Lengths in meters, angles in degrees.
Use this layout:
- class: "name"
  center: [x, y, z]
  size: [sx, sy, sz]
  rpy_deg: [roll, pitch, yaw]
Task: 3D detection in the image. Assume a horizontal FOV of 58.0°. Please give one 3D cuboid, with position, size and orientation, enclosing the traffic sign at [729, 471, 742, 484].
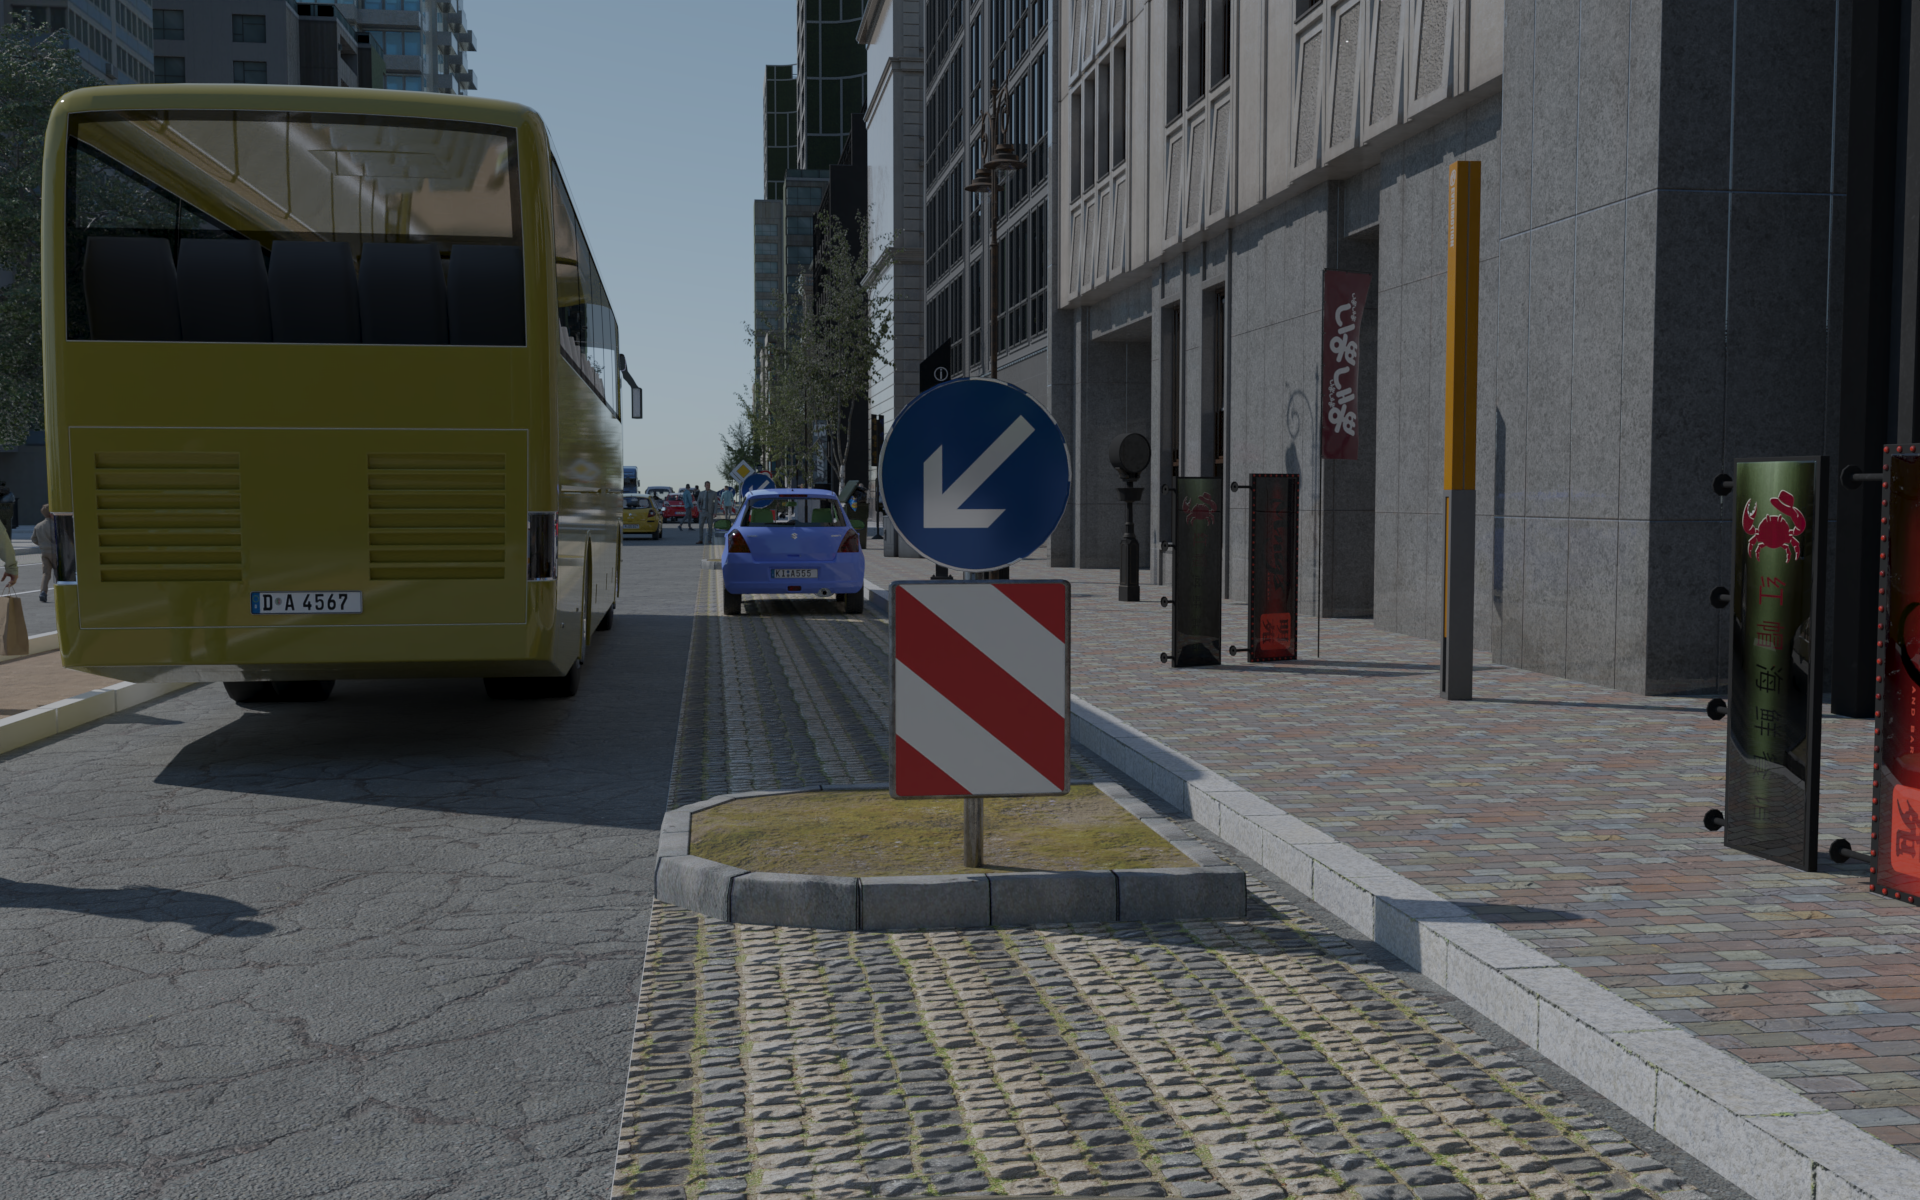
- class: "traffic sign"
  center: [-8.387, -3.909, 66.095]
  size: [0.795, 2.593, 0.064]
  rpy_deg: [-1, 4, -8]

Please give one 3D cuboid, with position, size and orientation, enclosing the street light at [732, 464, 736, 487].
- class: "street light"
  center: [-33.992, -17.493, 258.792]
  size: [0.468, 5.910, 1.993]
  rpy_deg: [-1, 4, -8]

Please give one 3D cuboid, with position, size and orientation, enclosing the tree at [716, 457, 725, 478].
- class: "tree"
  center: [-37.576, -20.401, 283.922]
  size: [4.360, 8.622, 3.978]
  rpy_deg: [0, 3, 0]

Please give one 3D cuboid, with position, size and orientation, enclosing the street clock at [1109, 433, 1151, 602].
- class: "street clock"
  center: [2.026, -0.986, 20.685]
  size: [0.471, 2.002, 0.358]
  rpy_deg: [-2, 4, -30]

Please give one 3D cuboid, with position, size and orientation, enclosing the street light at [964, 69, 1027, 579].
- class: "street light"
  center: [0.384, -2.854, 19.458]
  size: [0.468, 5.910, 1.993]
  rpy_deg: [-1, 4, -8]

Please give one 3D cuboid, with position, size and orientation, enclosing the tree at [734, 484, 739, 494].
- class: "tree"
  center: [-18.758, -9.740, 153.851]
  size: [1.663, 3.219, 1.824]
  rpy_deg: [0, 3, 0]

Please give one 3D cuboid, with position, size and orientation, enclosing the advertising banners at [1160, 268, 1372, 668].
- class: "advertising banners"
  center: [2.373, -1.040, 13.193]
  size: [2.074, 3.025, 0.090]
  rpy_deg: [-2, 4, -32]

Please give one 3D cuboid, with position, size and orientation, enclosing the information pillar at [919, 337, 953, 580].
- class: "information pillar"
  center: [-0.354, -2.112, 25.879]
  size: [0.504, 3.616, 0.183]
  rpy_deg: [0, 4, 2]

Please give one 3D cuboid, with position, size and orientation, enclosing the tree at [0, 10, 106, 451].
- class: "tree"
  center: [-24.189, -8.554, 46.520]
  size: [9.857, 13.997, 8.962]
  rpy_deg: [0, 3, 0]

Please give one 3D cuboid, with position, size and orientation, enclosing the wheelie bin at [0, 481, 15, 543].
- class: "wheelie bin"
  center: [-23.496, -2.098, 42.212]
  size: [0.693, 1.594, 0.980]
  rpy_deg: [2, 4, 24]

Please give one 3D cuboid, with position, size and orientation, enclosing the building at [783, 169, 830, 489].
- class: "building"
  center: [-8.998, -23.584, 157.306]
  size: [14.160, 30.474, 14.107]
  rpy_deg: [-1, 4, -8]

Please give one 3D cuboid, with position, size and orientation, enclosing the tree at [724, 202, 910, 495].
- class: "tree"
  center: [-3.148, -5.722, 43.914]
  size: [4.360, 8.622, 3.978]
  rpy_deg: [0, 3, 0]

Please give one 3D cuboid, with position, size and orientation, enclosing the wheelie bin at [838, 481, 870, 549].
- class: "wheelie bin"
  center: [-2.502, -1.995, 40.529]
  size: [0.693, 1.594, 0.980]
  rpy_deg: [-2, 4, -26]

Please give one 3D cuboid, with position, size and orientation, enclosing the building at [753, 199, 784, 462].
- class: "building"
  center: [-21.819, -34.213, 242.978]
  size: [14.154, 41.232, 14.086]
  rpy_deg: [-1, 4, -8]

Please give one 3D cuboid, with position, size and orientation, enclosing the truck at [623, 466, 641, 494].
- class: "truck"
  center: [-32.809, -11.118, 171.532]
  size: [2.967, 4.110, 18.799]
  rpy_deg: [0, 4, -8]

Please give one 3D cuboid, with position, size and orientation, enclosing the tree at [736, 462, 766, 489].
- class: "tree"
  center: [-19.124, -10.705, 158.737]
  size: [4.285, 4.588, 4.351]
  rpy_deg: [0, 3, 0]

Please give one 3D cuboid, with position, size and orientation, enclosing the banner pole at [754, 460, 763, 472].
- class: "banner pole"
  center: [-15.000, -8.488, 128.800]
  size: [0.863, 3.779, 0.401]
  rpy_deg: [-2, 4, -31]

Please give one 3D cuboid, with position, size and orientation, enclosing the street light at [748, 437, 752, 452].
- class: "street light"
  center: [-16.994, -10.224, 139.951]
  size: [0.468, 5.910, 1.993]
  rpy_deg: [-1, 4, -8]

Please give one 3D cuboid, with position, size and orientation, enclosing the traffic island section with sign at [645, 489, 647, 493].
- class: "traffic island section with sign"
  center: [-25.062, -8.026, 139.357]
  size: [2.006, 1.907, 1.989]
  rpy_deg: [-1, 4, -8]

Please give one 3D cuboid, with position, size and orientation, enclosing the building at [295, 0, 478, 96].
- class: "building"
  center: [-54.177, -32.468, 150.464]
  size: [23.786, 49.044, 30.456]
  rpy_deg: [-1, 4, -8]

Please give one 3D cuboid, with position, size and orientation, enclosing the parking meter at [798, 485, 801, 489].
- class: "parking meter"
  center: [-10.270, -6.414, 110.573]
  size: [0.255, 1.863, 0.399]
  rpy_deg: [0, 4, -4]

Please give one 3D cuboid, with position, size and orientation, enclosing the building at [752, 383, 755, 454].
- class: "building"
  center: [-17.705, -25.780, 266.541]
  size: [27.650, 21.520, 28.899]
  rpy_deg: [-1, 4, -8]

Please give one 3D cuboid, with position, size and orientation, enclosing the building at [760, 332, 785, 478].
- class: "building"
  center: [-8.908, -21.797, 201.418]
  size: [27.650, 21.520, 28.899]
  rpy_deg: [-1, 4, -8]

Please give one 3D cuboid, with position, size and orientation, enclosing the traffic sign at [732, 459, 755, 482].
- class: "traffic sign"
  center: [-7.252, -3.425, 58.191]
  size: [0.795, 2.593, 0.064]
  rpy_deg: [-1, 4, -8]

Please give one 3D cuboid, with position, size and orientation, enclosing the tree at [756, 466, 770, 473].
- class: "tree"
  center: [-12.847, -7.273, 113.523]
  size: [1.663, 3.219, 1.824]
  rpy_deg: [0, 3, 0]

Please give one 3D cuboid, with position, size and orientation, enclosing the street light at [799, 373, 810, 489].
- class: "street light"
  center: [-5.104, -5.171, 57.336]
  size: [0.468, 5.910, 1.993]
  rpy_deg: [-1, 4, -8]

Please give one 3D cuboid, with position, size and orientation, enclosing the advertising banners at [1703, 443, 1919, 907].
- class: "advertising banners"
  center: [2.997, -0.557, 5.295]
  size: [0.090, 3.025, 2.074]
  rpy_deg: [-1, 4, -12]

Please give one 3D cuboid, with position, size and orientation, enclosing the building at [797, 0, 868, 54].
- class: "building"
  center: [-7.812, -45.003, 174.052]
  size: [20.563, 71.187, 20.611]
  rpy_deg: [-1, 4, -8]

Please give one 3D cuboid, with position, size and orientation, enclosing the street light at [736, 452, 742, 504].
- class: "street light"
  center: [-22.547, -12.600, 178.800]
  size: [0.468, 5.910, 1.993]
  rpy_deg: [-1, 4, -8]

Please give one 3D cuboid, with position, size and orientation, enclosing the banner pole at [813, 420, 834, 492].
- class: "banner pole"
  center: [-4.017, -3.768, 51.624]
  size: [0.863, 3.779, 0.401]
  rpy_deg: [1, 4, 18]

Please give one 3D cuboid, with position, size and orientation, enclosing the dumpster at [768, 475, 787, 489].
- class: "dumpster"
  center: [-9.784, -5.392, 90.647]
  size: [1.502, 2.255, 1.985]
  rpy_deg: [0, 4, -8]

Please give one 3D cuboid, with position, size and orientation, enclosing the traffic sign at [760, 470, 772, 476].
- class: "traffic sign"
  center: [-10.317, -5.609, 91.818]
  size: [0.768, 2.556, 0.104]
  rpy_deg: [0, 4, -8]

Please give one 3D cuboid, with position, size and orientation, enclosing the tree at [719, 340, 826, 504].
- class: "tree"
  center: [-8.311, -8.052, 82.012]
  size: [4.737, 8.622, 4.395]
  rpy_deg: [0, 3, 0]

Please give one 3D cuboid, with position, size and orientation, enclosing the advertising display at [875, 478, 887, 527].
- class: "advertising display"
  center: [-2.804, -3.784, 67.083]
  size: [0.974, 1.923, 0.123]
  rpy_deg: [1, 4, 13]

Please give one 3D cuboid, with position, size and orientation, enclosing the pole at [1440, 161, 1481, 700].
- class: "pole"
  center: [3.106, -1.034, 10.748]
  size: [0.158, 3.312, 0.155]
  rpy_deg: [0, 3, 0]

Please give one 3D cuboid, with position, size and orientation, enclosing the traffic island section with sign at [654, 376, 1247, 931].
- class: "traffic island section with sign"
  center: [-0.156, 0.123, 6.624]
  size: [1.989, 1.847, 2.006]
  rpy_deg: [-1, 4, -8]

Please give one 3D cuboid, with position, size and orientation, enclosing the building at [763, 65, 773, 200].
- class: "building"
  center: [-24.294, -52.036, 289.044]
  size: [20.563, 71.187, 20.611]
  rpy_deg: [-1, 4, -8]
